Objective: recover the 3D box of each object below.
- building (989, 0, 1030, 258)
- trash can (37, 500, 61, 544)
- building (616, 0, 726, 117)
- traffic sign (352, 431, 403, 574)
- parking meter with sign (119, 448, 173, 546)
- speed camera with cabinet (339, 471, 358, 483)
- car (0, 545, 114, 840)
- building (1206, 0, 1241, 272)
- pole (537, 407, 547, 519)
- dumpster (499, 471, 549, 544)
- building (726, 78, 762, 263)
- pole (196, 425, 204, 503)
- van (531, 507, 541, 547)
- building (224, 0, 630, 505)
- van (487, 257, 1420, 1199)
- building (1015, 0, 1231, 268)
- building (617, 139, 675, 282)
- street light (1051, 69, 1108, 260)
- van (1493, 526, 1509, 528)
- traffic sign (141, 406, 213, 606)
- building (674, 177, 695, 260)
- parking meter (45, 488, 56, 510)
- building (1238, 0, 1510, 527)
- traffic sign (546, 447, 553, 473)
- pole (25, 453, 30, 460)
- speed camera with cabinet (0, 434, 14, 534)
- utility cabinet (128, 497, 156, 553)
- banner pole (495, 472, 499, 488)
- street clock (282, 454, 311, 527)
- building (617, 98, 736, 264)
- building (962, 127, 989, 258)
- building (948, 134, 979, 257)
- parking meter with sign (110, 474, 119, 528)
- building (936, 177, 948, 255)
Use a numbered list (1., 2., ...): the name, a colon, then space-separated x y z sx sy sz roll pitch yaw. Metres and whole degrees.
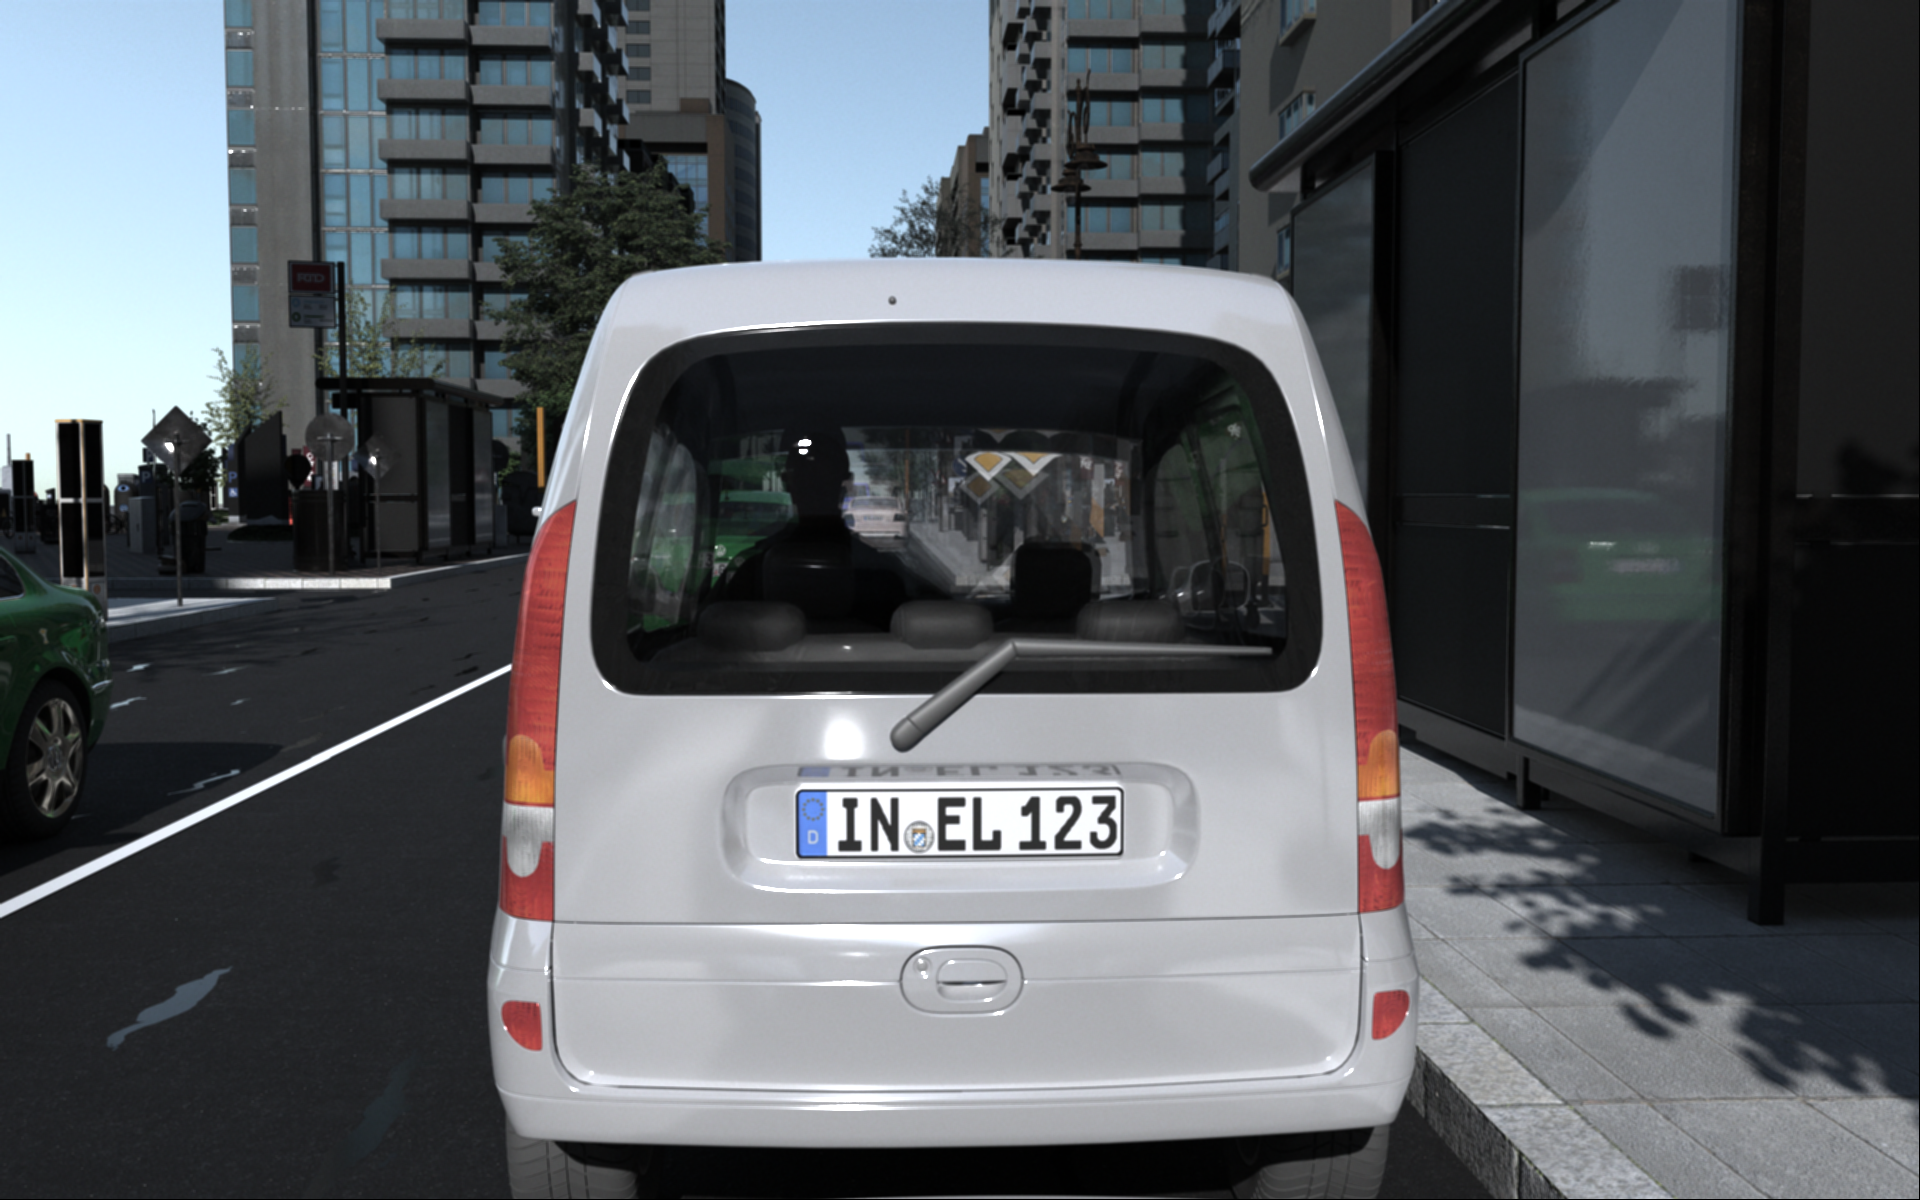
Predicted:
1. building: 16.866 -34.784 157.953 28.713 52.752 27.495 0 4 -3
2. trash can: -23.278 -2.007 44.464 0.748 1.137 0.748 0 3 0
3. building: -37.663 -47.641 217.179 20.563 71.187 20.611 0 4 -3
4. traffic sign: -9.323 -1.474 27.747 0.795 2.450 0.064 0 4 -3
5. parking meter with sign: -20.190 -2.878 43.314 0.543 3.016 1.738 0 4 6
6. speed camera with cabinet: -24.684 -4.532 68.429 0.660 3.252 2.038 2 4 32
7. car: -4.589 0.182 5.816 1.959 1.807 4.718 0 4 -3
8. building: 20.794 -47.229 84.866 22.319 86.520 31.000 0 4 -3
9. pole: -9.829 -2.868 40.736 0.158 3.312 0.155 0 3 0
10. dumpster: -11.047 -2.364 44.415 1.264 1.857 1.865 0 4 -3
11. building: -39.091 -42.815 242.027 21.231 58.520 28.212 0 4 -3
12. pole: -22.412 -3.497 51.025 0.158 3.312 0.155 0 3 0
13. van: -5.951 -1.326 28.690 2.013 2.044 4.112 0 4 -2
14. building: -34.571 -30.400 116.655 23.786 49.044 30.456 0 4 -3
15. van: -0.082 0.139 4.740 2.013 2.044 4.112 0 4 -2
16. building: 15.840 -31.143 128.792 23.786 49.044 30.456 0 4 -3
17. building: -31.362 -22.564 140.621 14.160 30.474 14.107 0 4 -3
18. street light: 1.319 -2.854 19.449 0.468 5.910 1.993 0 4 -3
19. van: 9.298 -1.066 24.436 4.112 2.044 2.013 0 4 -3
20. traffic sign: -8.929 -0.987 19.772 0.795 2.450 0.064 0 4 -3
21. building: -31.336 -23.433 154.831 14.160 30.474 14.107 0 4 -3
22. parking meter: -38.552 -3.977 73.428 0.372 1.533 0.369 0 3 0
23. building: 18.919 -25.849 46.326 21.600 48.544 21.300 0 4 -3
24. traffic sign: -10.862 -2.847 46.656 0.768 2.556 0.104 0 4 2
25. pole: -46.542 -5.671 86.560 0.158 3.312 0.155 0 3 0
26. speed camera with cabinet: -31.099 -3.792 56.336 0.660 3.252 2.038 0 4 0
27. utility cabinet: -18.039 -1.653 38.192 0.306 1.237 1.020 -3 5 -40
28. banner pole: -22.367 -5.662 82.590 0.863 3.779 0.401 1 4 15
29. street clock: -12.096 -1.655 31.635 0.471 2.002 0.358 -2 4 -29
30. building: -33.362 -33.628 199.921 14.600 45.320 14.200 0 4 -3
31. building: 7.486 -34.365 211.973 14.600 45.320 14.200 0 4 -3
32. building: 9.881 -37.080 229.961 21.300 48.544 21.600 0 4 -3
33. parking meter with sign: -31.523 -4.248 65.713 1.738 3.016 0.543 1 4 8
34. building: 7.583 -38.413 251.761 21.300 48.544 21.600 0 4 -3
